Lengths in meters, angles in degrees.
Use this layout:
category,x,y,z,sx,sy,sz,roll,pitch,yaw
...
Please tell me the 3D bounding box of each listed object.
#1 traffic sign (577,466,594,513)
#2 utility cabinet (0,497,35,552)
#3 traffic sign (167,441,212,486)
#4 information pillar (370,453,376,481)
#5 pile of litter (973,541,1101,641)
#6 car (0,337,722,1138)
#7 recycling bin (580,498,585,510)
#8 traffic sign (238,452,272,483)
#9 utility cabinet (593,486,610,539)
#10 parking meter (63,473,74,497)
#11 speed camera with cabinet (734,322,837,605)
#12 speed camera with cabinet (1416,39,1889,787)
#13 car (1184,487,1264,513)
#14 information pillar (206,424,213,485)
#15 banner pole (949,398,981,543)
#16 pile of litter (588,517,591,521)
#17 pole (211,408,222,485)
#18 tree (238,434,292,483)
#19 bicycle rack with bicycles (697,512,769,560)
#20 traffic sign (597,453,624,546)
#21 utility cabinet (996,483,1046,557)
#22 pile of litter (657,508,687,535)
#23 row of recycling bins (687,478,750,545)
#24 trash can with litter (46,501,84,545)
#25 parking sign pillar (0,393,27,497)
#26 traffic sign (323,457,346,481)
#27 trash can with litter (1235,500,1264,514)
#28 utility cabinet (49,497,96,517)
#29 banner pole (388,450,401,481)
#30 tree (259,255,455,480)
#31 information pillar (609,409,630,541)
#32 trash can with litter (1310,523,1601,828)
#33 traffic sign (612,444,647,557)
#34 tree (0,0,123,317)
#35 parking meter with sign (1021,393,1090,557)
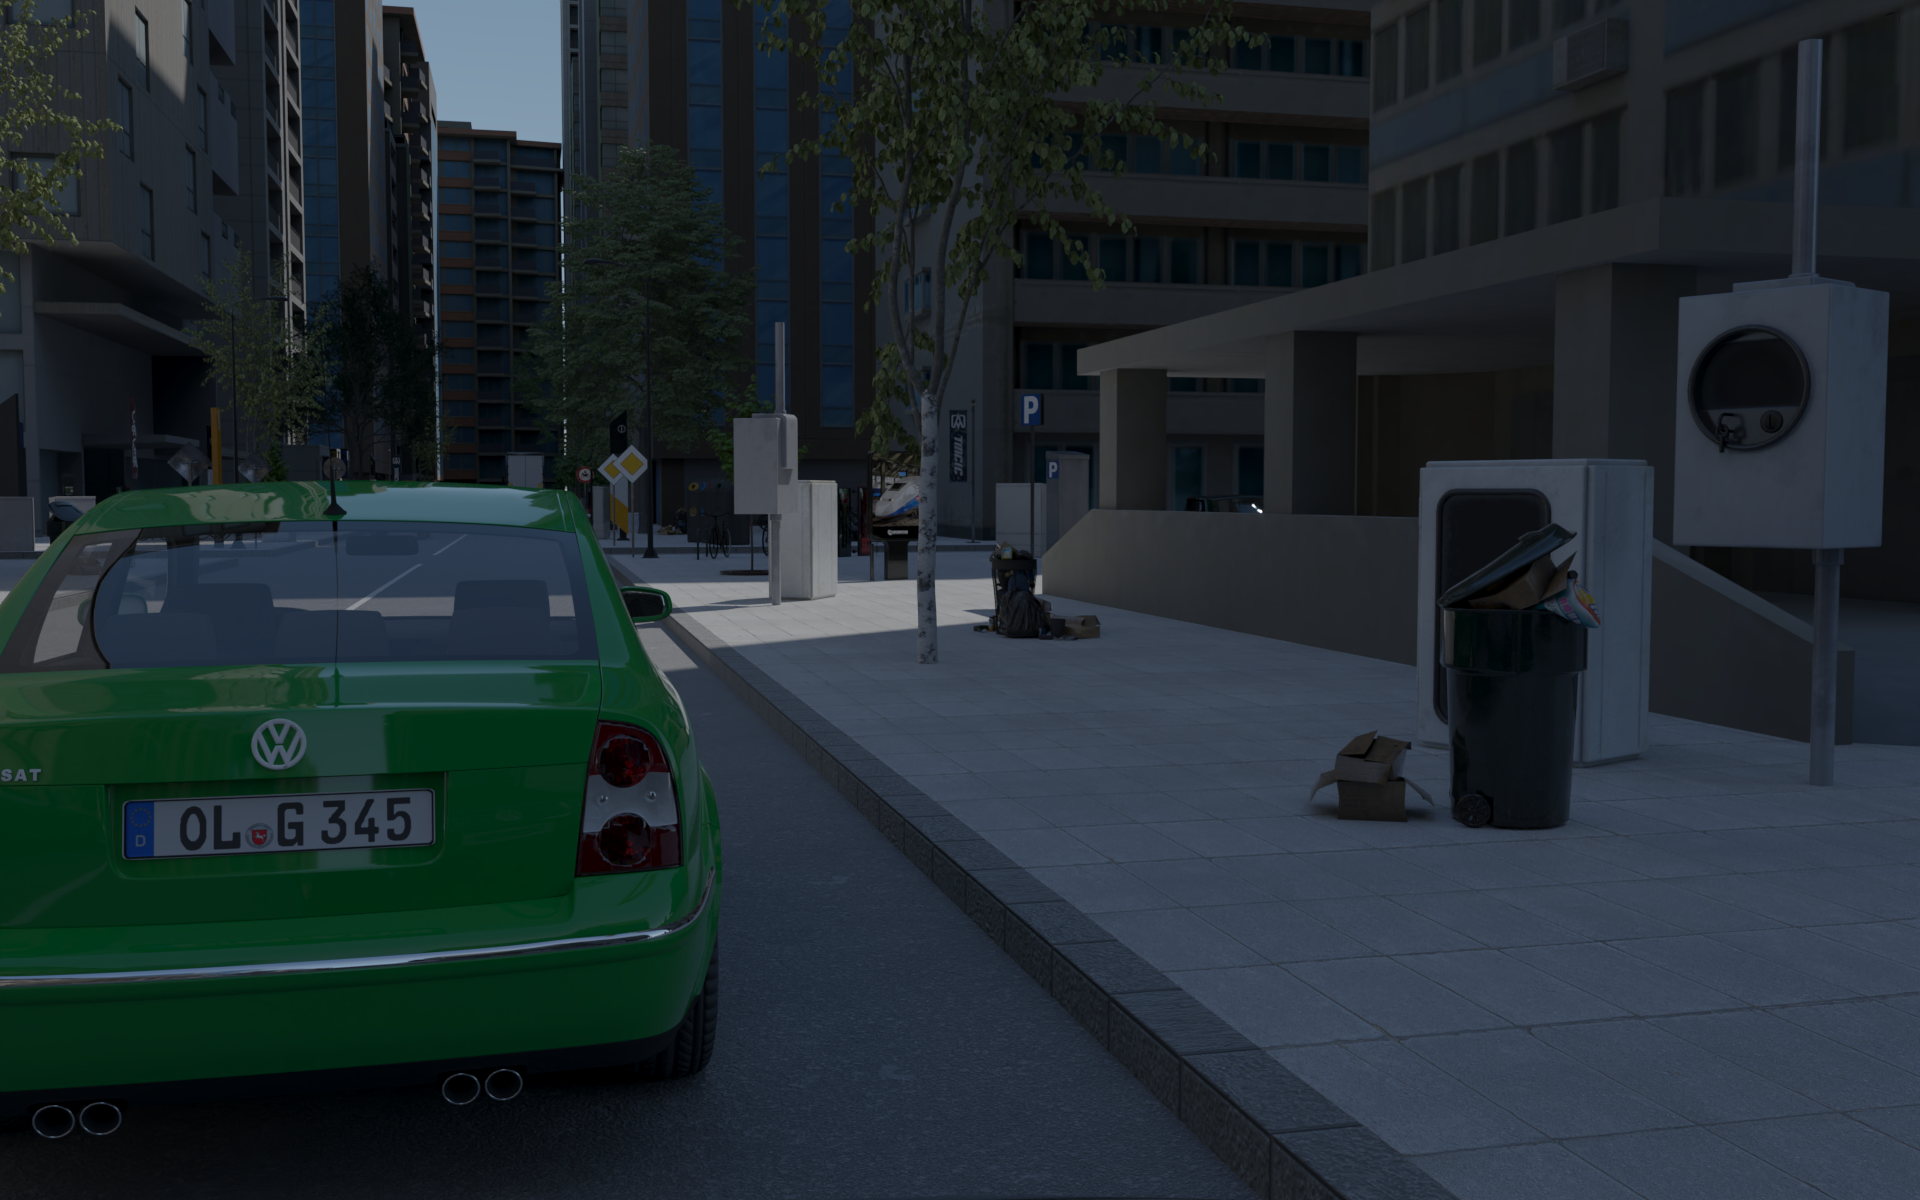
category,x,y,z,sx,sy,sz,roll,pitch,yaw
traffic sign,-17.202,-4.860,79.562,0.768,2.556,0.104,0,4,-8
utility cabinet,-21.331,-1.691,38.813,1.020,1.237,0.306,-2,4,-24
traffic sign,-14.680,-1.799,33.055,0.795,2.450,0.064,-1,4,-14
information pillar,-33.666,-6.606,99.364,0.183,3.616,0.504,-3,5,-44
pile of litter,0.719,-0.123,15.968,1.176,0.858,1.719,0,4,-2
car,-1.824,0.209,5.386,1.959,1.807,4.718,-1,4,-14
recycling bin,-22.911,-5.581,103.804,0.722,1.027,0.722,0,4,6
traffic sign,-16.607,-2.273,40.805,0.795,2.450,0.064,-1,4,-14
utility cabinet,-10.233,-2.496,49.494,0.318,1.500,1.173,0,4,-3
parking meter,-25.067,-2.631,48.733,0.255,1.863,0.399,-2,4,-31
speed camera with cabinet,-2.074,-1.616,20.765,0.660,3.252,2.038,1,4,15
speed camera with cabinet,3.143,-0.841,8.087,0.660,3.252,2.038,-3,4,-38
car,7.379,-2.058,43.440,4.222,1.686,2.009,-1,4,-12
information pillar,-25.276,-4.110,58.555,0.183,3.616,0.504,0,4,5
banner pole,0.118,-3.385,45.365,0.863,3.779,0.401,0,4,-3
pile of litter,-15.670,-3.712,74.653,1.719,0.858,1.176,0,4,7
pole,-17.586,-2.885,41.013,0.158,3.312,0.155,0,3,0
tree,-21.870,-3.709,55.241,1.663,3.219,1.824,0,3,0
bicycle rack with bicycles,-4.128,-1.305,34.724,2.852,0.926,2.925,0,4,-2
traffic sign,-8.552,-2.394,42.779,0.795,2.450,0.064,-1,4,-14
utility cabinet,1.285,-1.630,35.324,1.173,1.500,0.318,3,5,40
pile of litter,-9.060,-2.485,54.601,1.176,0.858,1.719,2,4,25
row of recycling bins,-6.237,-2.307,44.829,1.069,1.692,3.534,-2,4,-23
trash can with litter,-14.070,-0.994,27.637,1.055,1.170,0.624,2,4,31
parking sign pillar,-25.907,-3.559,46.670,1.447,3.967,1.447,0,4,2
traffic sign,-21.613,-3.656,59.876,0.768,2.556,0.104,0,4,-6
trash can with litter,5.579,-1.298,32.615,0.624,1.170,1.055,-1,4,-13
utility cabinet,-21.812,-1.922,42.583,0.306,1.237,1.020,2,4,33
banner pole,-32.136,-6.623,98.307,0.863,3.779,0.401,-1,4,-19
tree,-23.544,-8.122,67.201,7.601,10.594,8.767,0,4,2
information pillar,-9.355,-3.438,47.568,0.504,3.616,0.183,-1,4,-15
trash can with litter,1.914,0.282,6.778,1.055,1.170,0.624,1,4,12
traffic sign,-6.625,-1.920,35.029,0.795,2.450,0.064,-1,4,-14
tree,-12.844,-4.358,21.619,4.737,8.622,4.395,0,3,0
parking meter with sign,1.933,-2.108,30.720,1.738,3.016,0.543,-3,4,-36
